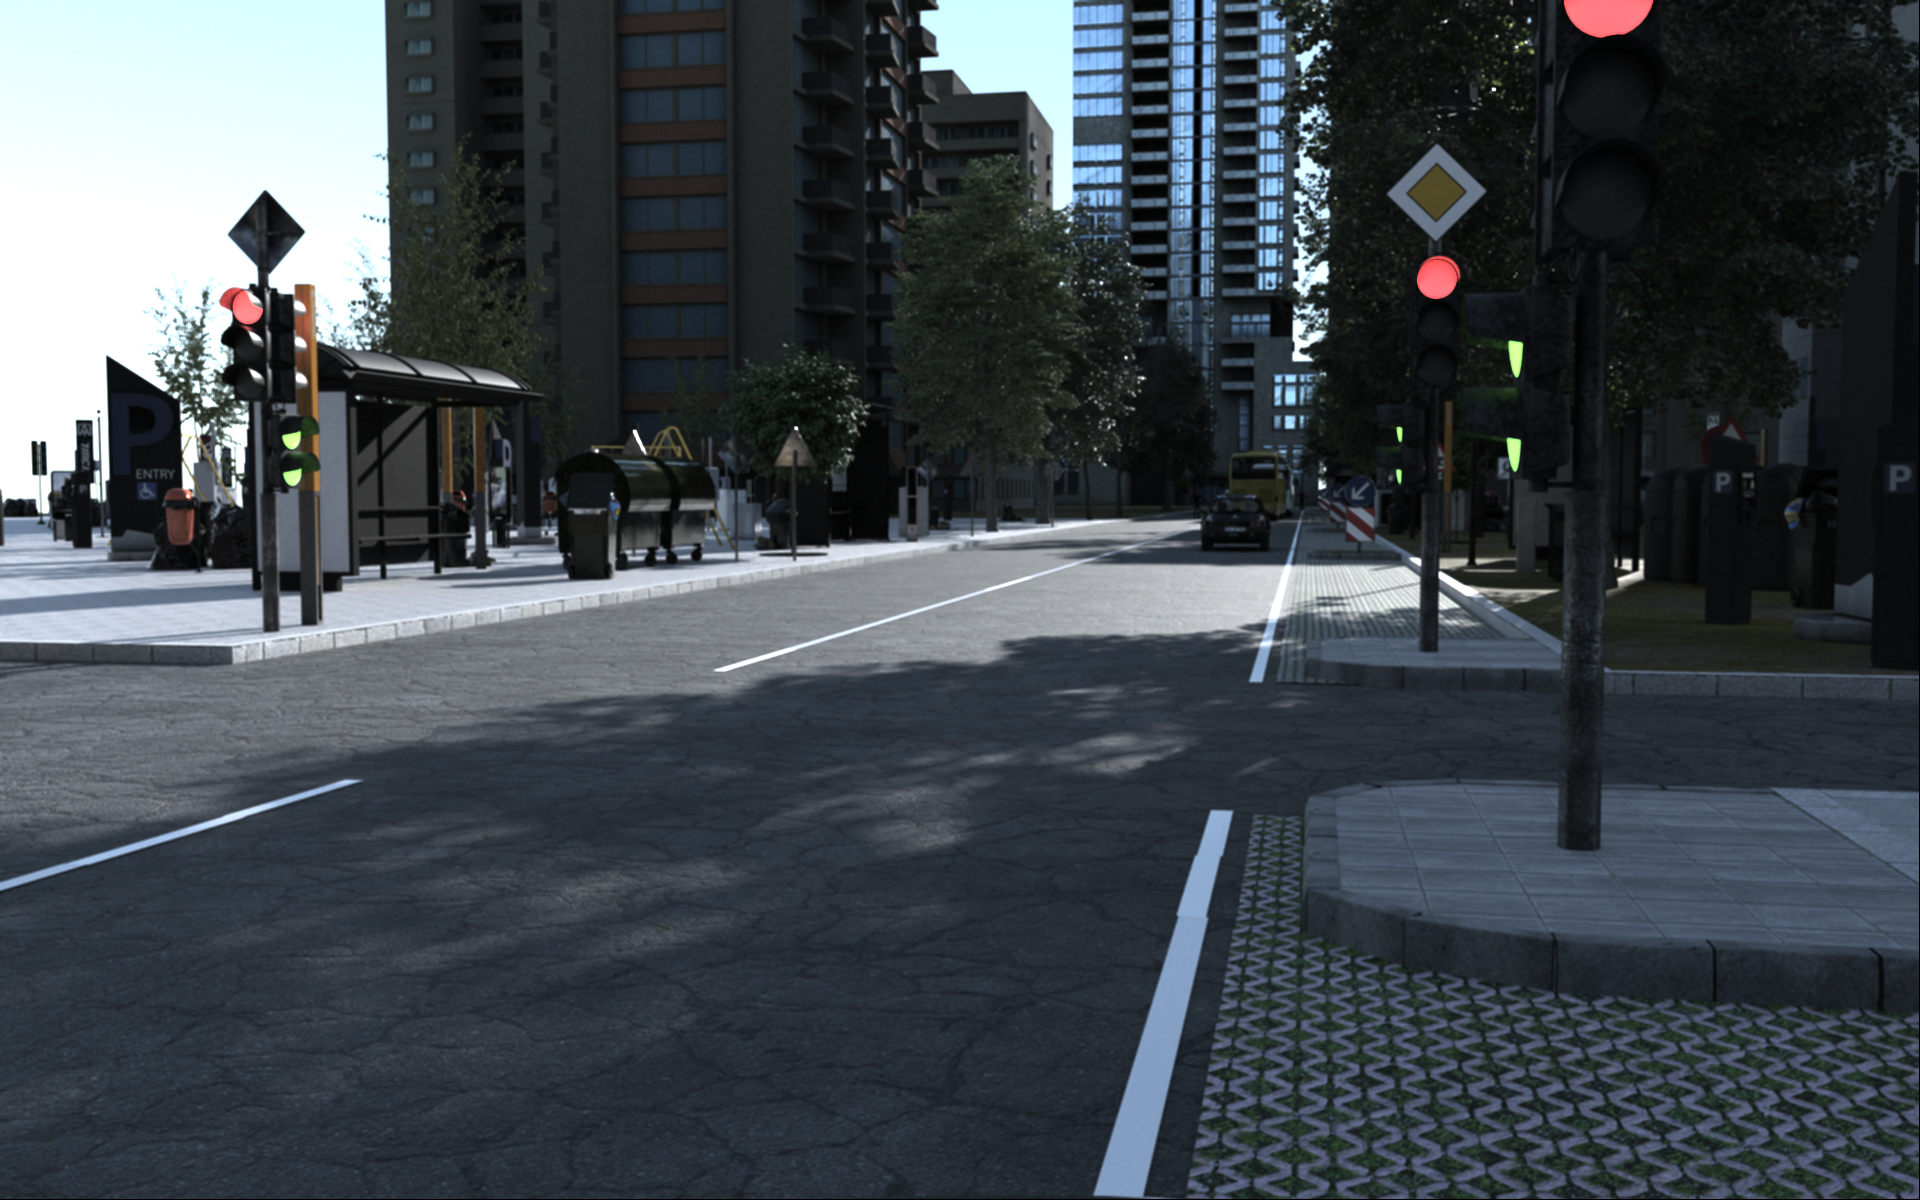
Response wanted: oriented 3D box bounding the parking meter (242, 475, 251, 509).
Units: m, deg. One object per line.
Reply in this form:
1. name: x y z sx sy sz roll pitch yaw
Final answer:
1. parking meter: -21.942 -2.920 53.459 0.399 1.863 0.255 2 4 29

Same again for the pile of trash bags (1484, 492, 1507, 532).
1. pile of trash bags: 18.800 -3.043 59.501 1.912 1.369 3.447 0 4 -7

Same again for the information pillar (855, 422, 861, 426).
1. information pillar: -3.009 -3.547 49.353 0.504 3.616 0.183 -1 4 -14

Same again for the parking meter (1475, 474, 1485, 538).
1. parking meter: 15.261 -2.776 51.092 0.255 1.863 0.399 -1 4 -15

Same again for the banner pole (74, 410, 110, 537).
1. banner pole: -25.694 -3.746 51.266 0.863 3.779 0.401 -2 4 -25

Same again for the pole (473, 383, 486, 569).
1. pole: -8.214 -2.187 29.604 0.158 3.312 0.155 0 3 0

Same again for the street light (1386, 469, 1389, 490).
1. street light: 16.842 -5.837 68.229 0.468 5.910 1.993 1 4 11

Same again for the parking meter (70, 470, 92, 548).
1. parking meter: -20.880 -2.167 41.134 0.255 1.863 0.399 3 5 40

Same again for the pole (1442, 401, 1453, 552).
1. pole: 10.733 -2.708 38.112 0.158 3.312 0.155 0 3 0

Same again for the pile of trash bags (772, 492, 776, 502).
1. pile of trash bags: -5.250 -3.312 63.910 3.447 1.369 1.912 1 4 9

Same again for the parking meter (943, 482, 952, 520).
1. parking meter: -0.605 -4.816 84.450 0.255 1.863 0.399 -3 5 -43

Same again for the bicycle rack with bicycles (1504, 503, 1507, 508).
1. bicycle rack with bicycles: 26.545 -4.256 82.970 2.925 0.926 2.852 2 4 26

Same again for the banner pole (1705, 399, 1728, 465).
1. banner pole: 20.123 -3.428 46.066 0.401 3.779 0.863 -1 4 -23

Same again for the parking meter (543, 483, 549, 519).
1. parking meter: -21.247 -5.100 89.100 0.255 1.863 0.399 2 4 34

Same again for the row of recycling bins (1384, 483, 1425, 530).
1. row of recycling bins: 16.781 -3.451 63.545 1.069 1.692 3.534 2 4 33

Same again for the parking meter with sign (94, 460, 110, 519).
1. parking meter with sign: -43.497 -5.671 88.989 1.738 3.016 0.543 0 4 -6

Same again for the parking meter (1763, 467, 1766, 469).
1. parking meter: 15.733 -1.729 33.982 0.255 1.863 0.399 -3 5 -44

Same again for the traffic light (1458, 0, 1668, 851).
1. traffic light: 2.233 -1.056 6.187 0.839 4.253 0.868 1 4 11

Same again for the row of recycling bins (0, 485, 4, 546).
1. row of recycling bins: -24.795 -2.247 43.849 1.069 1.692 3.534 -2 4 -29

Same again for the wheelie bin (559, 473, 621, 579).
1. wheelie bin: -5.588 -1.123 26.262 0.980 1.594 0.693 0 4 4

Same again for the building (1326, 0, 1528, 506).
1. building: 51.034 -45.965 189.786 20.611 71.187 20.563 1 4 11

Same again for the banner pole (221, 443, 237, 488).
1. banner pole: -34.664 -5.646 82.330 0.863 3.779 0.401 -1 4 -11

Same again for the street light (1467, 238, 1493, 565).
1. street light: 9.248 -3.568 31.120 0.468 5.910 1.993 1 4 11

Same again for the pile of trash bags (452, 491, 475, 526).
1. pile of trash bags: -14.096 -2.053 43.324 3.447 1.369 1.912 -2 4 -24

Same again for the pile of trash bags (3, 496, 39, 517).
1. pile of trash bags: -52.989 -5.259 95.739 1.912 1.369 3.447 3 5 43

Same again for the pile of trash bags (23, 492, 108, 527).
1. pile of trash bags: -34.400 -3.501 66.989 1.912 1.369 3.447 0 4 -7

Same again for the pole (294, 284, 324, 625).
1. pole: -6.364 -1.412 16.925 0.158 3.312 0.155 0 3 0

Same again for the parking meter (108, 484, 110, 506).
1. parking meter: -18.728 -2.011 38.597 0.399 1.863 0.255 0 4 -5

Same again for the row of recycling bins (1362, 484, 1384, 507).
1. row of recycling bins: 18.687 -3.971 72.036 3.534 1.692 1.069 2 4 30

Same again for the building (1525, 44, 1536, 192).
1. building: 76.103 -36.733 189.828 27.495 52.752 28.713 1 4 11

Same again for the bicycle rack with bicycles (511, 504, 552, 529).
1. bicycle rack with bicycles: -16.364 -3.139 64.700 2.852 0.926 2.925 -1 4 -10

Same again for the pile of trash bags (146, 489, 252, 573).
1. pile of trash bags: -12.977 -1.218 29.667 1.912 1.369 3.447 -1 4 -11

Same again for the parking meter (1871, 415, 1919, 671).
1. parking meter: 6.931 -0.428 12.707 0.255 1.863 0.399 -2 4 -34

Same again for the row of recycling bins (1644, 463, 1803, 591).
1. row of recycling bins: 10.809 -1.064 24.506 1.069 1.692 3.534 0 4 -6

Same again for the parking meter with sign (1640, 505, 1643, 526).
1. parking meter with sign: 26.631 -4.498 69.806 1.738 3.016 0.543 3 5 42

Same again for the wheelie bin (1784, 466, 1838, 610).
1. wheelie bin: 9.785 -0.702 19.380 0.980 1.594 0.693 0 4 3

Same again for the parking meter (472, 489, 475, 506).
1. parking meter: -26.420 -5.270 94.580 0.372 1.533 0.369 0 3 0

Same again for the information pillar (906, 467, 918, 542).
1. information pillar: -1.295 -2.583 46.719 0.304 2.012 0.304 0 4 -3

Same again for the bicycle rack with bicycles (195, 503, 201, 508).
1. bicycle rack with bicycles: -30.324 -3.339 67.974 2.925 0.926 2.852 2 4 30

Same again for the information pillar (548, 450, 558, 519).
1. information pillar: -20.668 -5.910 87.983 0.504 3.616 0.183 0 4 2

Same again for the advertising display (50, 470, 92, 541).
1. advertising display: -24.252 -2.572 47.265 0.974 1.923 0.123 -3 4 -38

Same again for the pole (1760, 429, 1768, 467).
1. pole: 25.038 -3.680 54.008 0.158 3.312 0.155 0 3 0

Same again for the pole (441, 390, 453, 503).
1. pole: -9.680 -2.376 32.694 0.158 3.312 0.155 0 3 0

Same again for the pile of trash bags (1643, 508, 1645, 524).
1. pile of trash bags: 29.698 -3.960 74.499 3.447 1.369 1.912 1 4 15

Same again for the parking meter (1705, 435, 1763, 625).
1. parking meter: 7.595 -0.694 17.056 0.255 1.863 0.399 -2 4 -29

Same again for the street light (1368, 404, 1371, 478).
1. street light: 20.525 -6.975 86.837 0.468 5.910 1.993 1 4 11

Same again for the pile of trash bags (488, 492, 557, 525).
1. pile of trash bags: -18.147 -3.719 70.564 3.447 1.369 1.912 -2 4 -26

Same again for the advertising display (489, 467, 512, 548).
1. advertising display: -10.936 -2.203 41.226 0.123 1.923 0.974 -3 4 -38

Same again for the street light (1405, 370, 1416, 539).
1. street light: 13.024 -4.704 49.700 0.468 5.910 1.993 1 4 11

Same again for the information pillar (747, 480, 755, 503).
1. information pillar: -10.912 -5.254 90.397 0.304 2.012 0.304 3 4 36
